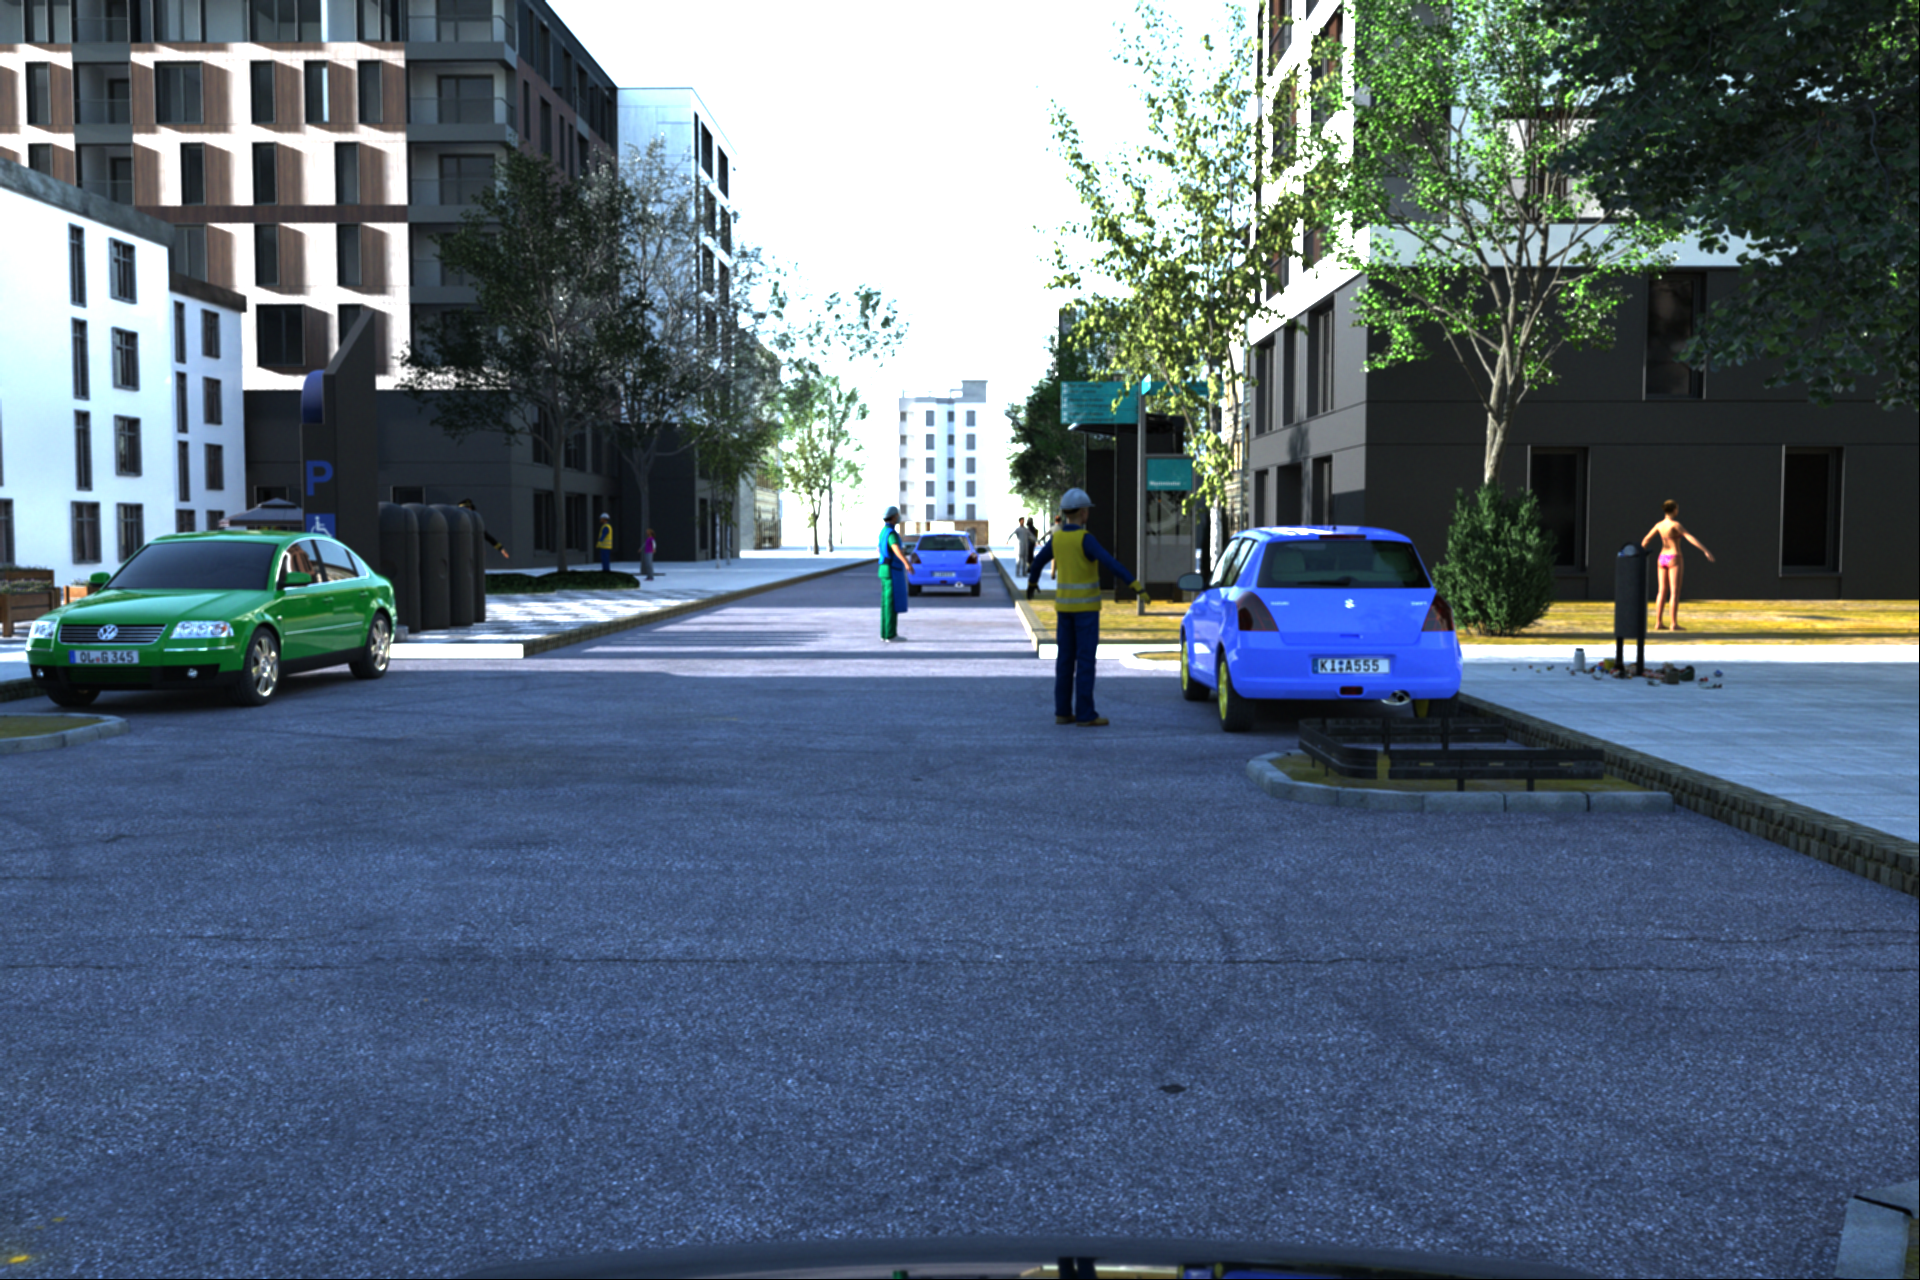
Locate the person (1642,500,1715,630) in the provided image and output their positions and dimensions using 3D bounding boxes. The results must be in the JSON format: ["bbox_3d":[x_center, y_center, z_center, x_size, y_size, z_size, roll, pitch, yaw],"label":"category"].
[{"bbox_3d":[9.562,-1.002,23.189,0.721,1.733,1.217,-2,4,-26],"label":"person"}]

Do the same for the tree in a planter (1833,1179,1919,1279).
[{"bbox_3d":[2.562,-0.331,2.633,1.991,3.239,1.994,0,4,0],"label":"tree in a planter"}]

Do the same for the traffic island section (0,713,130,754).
[{"bbox_3d":[-6.999,0.662,12.049,1.991,0.108,1.994,0,4,0],"label":"traffic island section"}]

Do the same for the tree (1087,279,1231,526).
[{"bbox_3d":[5.621,-6.070,49.604,4.737,8.622,4.395,0,3,0],"label":"tree"}]

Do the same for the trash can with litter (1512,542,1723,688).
[{"bbox_3d":[6.023,-0.268,15.437,1.678,1.210,2.233,0,4,0],"label":"trash can with litter"}]

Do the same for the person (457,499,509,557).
[{"bbox_3d":[-7.837,-1.320,27.511,1.347,1.837,0.705,-3,5,-41],"label":"person"}]

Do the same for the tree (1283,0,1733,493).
[{"bbox_3d":[8.958,-6.281,28.442,9.928,11.665,9.643,0,3,0],"label":"tree"}]

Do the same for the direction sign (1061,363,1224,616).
[{"bbox_3d":[2.837,-2.309,26.522,2.525,3.948,1.411,0,4,1],"label":"direction sign"}]

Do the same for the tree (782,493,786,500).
[{"bbox_3d":[-23.176,-16.172,214.770,4.360,8.622,3.978,0,3,0],"label":"tree"}]

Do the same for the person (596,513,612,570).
[{"bbox_3d":[-9.477,-2.456,46.129,0.705,1.833,1.349,0,4,-3],"label":"person"}]

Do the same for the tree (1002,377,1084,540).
[{"bbox_3d":[6.641,-12.614,124.369,7.486,12.596,7.792,0,3,0],"label":"tree"}]

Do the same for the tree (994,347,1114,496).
[{"bbox_3d":[5.795,-9.312,86.666,7.601,10.594,8.767,2,4,27],"label":"tree"}]

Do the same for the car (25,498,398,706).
[{"bbox_3d":[-6.643,-0.429,15.811,1.959,1.807,4.718,0,4,1],"label":"car"}]

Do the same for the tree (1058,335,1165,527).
[{"bbox_3d":[5.665,-6.966,64.259,4.360,8.622,3.978,0,3,0],"label":"tree"}]

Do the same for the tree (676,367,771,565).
[{"bbox_3d":[-9.506,-7.379,71.010,4.360,8.622,3.978,0,3,0],"label":"tree"}]

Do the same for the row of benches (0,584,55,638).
[{"bbox_3d":[-12.111,-0.302,20.405,1.422,0.672,4.104,0,4,2],"label":"row of benches"}]

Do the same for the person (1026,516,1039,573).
[{"bbox_3d":[2.275,-3.113,56.678,0.705,1.856,1.354,1,4,22],"label":"person"}]

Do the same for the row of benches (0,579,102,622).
[{"bbox_3d":[-12.290,-0.579,24.923,1.422,0.672,4.104,2,4,35],"label":"row of benches"}]

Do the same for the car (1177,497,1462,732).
[{"bbox_3d":[2.749,-0.260,13.841,1.945,1.707,3.694,0,4,1],"label":"car"}]

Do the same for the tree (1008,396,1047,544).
[{"bbox_3d":[11.658,-22.199,218.844,12.611,20.169,13.585,0,3,0],"label":"tree"}]

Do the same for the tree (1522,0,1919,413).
[{"bbox_3d":[8.624,-6.503,12.987,9.857,13.997,8.962,0,3,0],"label":"tree"}]

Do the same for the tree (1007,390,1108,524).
[{"bbox_3d":[6.388,-10.001,97.930,7.601,10.594,8.767,-3,5,-45],"label":"tree"}]

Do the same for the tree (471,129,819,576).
[{"bbox_3d":[-9.779,-8.748,53.396,12.009,13.543,11.850,0,3,0],"label":"tree"}]

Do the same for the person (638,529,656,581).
[{"bbox_3d":[-8.617,-2.353,47.732,0.599,1.433,0.991,-2,4,-35],"label":"person"}]

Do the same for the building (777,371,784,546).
[{"bbox_3d":[-24.926,-19.856,181.070,16.016,20.090,11.380,0,4,1],"label":"building"}]

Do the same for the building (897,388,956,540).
[{"bbox_3d":[-7.516,-21.864,216.357,11.380,20.090,16.016,0,4,7],"label":"building"}]

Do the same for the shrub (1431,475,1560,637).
[{"bbox_3d":[6.715,-1.062,21.784,1.690,2.028,1.600,0,3,0],"label":"shrub"}]

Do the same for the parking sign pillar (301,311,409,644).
[{"bbox_3d":[-7.281,-1.951,20.366,1.447,3.967,1.447,0,4,2],"label":"parking sign pillar"}]

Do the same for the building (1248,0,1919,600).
[{"bbox_3d":[21.839,-12.547,49.121,27.936,21.610,32.646,0,4,0],"label":"building"}]

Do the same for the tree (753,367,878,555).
[{"bbox_3d":[-8.834,-11.064,106.648,9.928,11.665,9.643,0,3,0],"label":"tree"}]

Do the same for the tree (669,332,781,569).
[{"bbox_3d":[-8.720,-6.945,63.908,4.737,8.622,4.395,0,3,0],"label":"tree"}]

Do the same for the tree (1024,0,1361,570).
[{"bbox_3d":[3.057,-4.380,21.971,4.737,8.622,4.395,0,3,0],"label":"tree"}]

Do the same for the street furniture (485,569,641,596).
[{"bbox_3d":[-12.237,-1.387,38.303,10.072,0.657,5.734,0,4,-7],"label":"street furniture"}]

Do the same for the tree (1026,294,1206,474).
[{"bbox_3d":[6.608,-9.056,73.822,9.928,11.665,9.643,0,3,0],"label":"tree"}]

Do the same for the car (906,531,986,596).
[{"bbox_3d":[-0.342,-1.930,41.149,1.945,1.707,3.694,0,4,1],"label":"car"}]

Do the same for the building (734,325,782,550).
[{"bbox_3d":[-25.378,-19.197,144.804,19.493,23.208,18.063,0,3,0],"label":"building"}]

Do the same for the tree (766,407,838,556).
[{"bbox_3d":[-8.829,-9.099,99.139,4.737,8.622,4.395,0,3,0],"label":"tree"}]

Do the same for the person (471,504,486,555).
[{"bbox_3d":[-8.698,-1.508,30.807,0.704,1.843,1.345,-2,4,-28],"label":"person"}]

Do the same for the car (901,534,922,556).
[{"bbox_3d":[-2.776,-5.760,103.955,2.009,1.686,4.222,0,4,0],"label":"car"}]

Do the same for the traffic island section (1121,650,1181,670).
[{"bbox_3d":[2.799,0.228,19.131,1.991,0.108,1.994,0,4,1],"label":"traffic island section"}]

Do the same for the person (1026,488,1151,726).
[{"bbox_3d":[0.935,-0.253,13.053,0.721,1.772,1.216,-3,5,-44],"label":"person"}]

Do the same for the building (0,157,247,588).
[{"bbox_3d":[-25.856,-6.424,47.179,9.099,9.664,28.070,0,4,0],"label":"building"}]

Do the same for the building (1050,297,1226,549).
[{"bbox_3d":[22.491,-19.685,165.820,27.936,21.610,32.646,0,4,0],"label":"building"}]

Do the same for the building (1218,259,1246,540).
[{"bbox_3d":[25.359,-16.293,97.312,19.493,23.208,18.063,0,4,1],"label":"building"}]

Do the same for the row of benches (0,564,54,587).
[{"bbox_3d":[-19.933,-1.141,34.121,1.422,0.672,4.104,2,4,27],"label":"row of benches"}]

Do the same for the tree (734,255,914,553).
[{"bbox_3d":[-10.378,-16.123,119.495,12.611,20.169,13.585,0,3,0],"label":"tree"}]

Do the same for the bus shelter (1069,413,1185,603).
[{"bbox_3d":[3.323,-2.686,35.203,1.731,3.624,6.357,0,4,-1],"label":"bus shelter"}]

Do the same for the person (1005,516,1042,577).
[{"bbox_3d":[1.870,-2.796,51.896,1.347,1.806,0.705,-2,4,-34],"label":"person"}]

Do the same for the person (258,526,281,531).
[{"bbox_3d":[-17.421,-2.329,43.843,1.354,1.858,0.705,1,4,10],"label":"person"}]

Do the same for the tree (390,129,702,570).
[{"bbox_3d":[-9.782,-6.517,40.967,7.601,10.594,8.767,-2,4,-26],"label":"tree"}]

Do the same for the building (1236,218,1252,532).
[{"bbox_3d":[23.609,-15.167,78.903,19.493,23.208,18.063,0,4,0],"label":"building"}]

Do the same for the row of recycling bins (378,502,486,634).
[{"bbox_3d":[-7.329,-1.017,23.744,1.069,1.692,3.534,0,4,2],"label":"row of recycling bins"}]

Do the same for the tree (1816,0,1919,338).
[{"bbox_3d":[17.738,-6.234,27.677,9.928,11.665,9.643,0,3,0],"label":"tree"}]

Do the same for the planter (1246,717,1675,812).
[{"bbox_3d":[2.693,0.686,9.921,1.991,0.319,1.994,0,3,0],"label":"planter"}]

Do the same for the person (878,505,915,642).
[{"bbox_3d":[-0.893,-0.889,23.116,0.704,1.817,1.347,-1,4,-18],"label":"person"}]

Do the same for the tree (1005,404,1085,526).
[{"bbox_3d":[6.382,-10.903,112.680,7.601,10.594,8.767,0,4,-5],"label":"tree"}]

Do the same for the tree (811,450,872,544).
[{"bbox_3d":[-14.890,-17.682,214.858,9.928,11.665,9.643,0,3,0],"label":"tree"}]

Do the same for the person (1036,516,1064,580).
[{"bbox_3d":[2.776,-2.607,48.902,1.348,1.796,0.705,1,4,18],"label":"person"}]

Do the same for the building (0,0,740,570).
[{"bbox_3d":[-26.180,-14.292,77.642,27.936,21.610,32.646,0,4,1],"label":"building"}]
